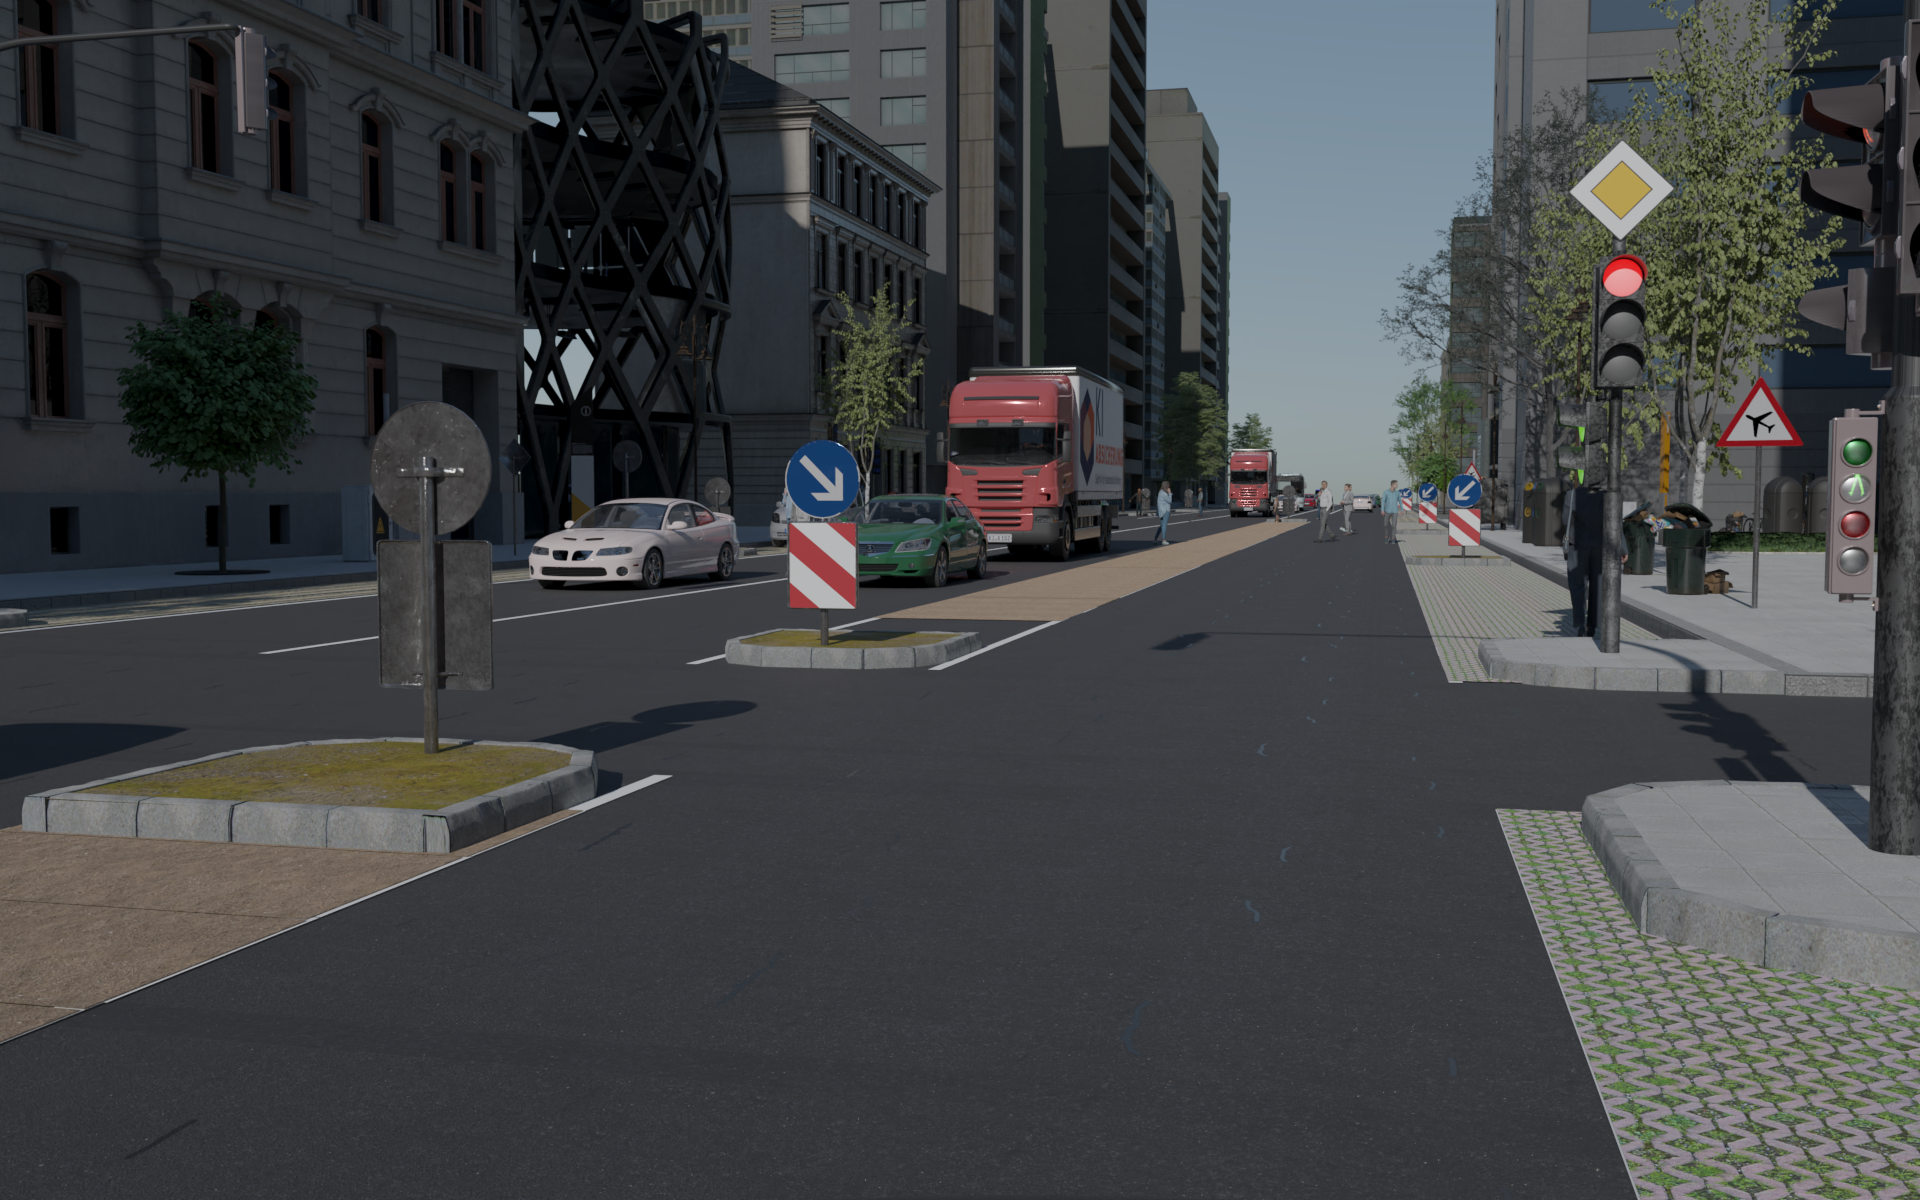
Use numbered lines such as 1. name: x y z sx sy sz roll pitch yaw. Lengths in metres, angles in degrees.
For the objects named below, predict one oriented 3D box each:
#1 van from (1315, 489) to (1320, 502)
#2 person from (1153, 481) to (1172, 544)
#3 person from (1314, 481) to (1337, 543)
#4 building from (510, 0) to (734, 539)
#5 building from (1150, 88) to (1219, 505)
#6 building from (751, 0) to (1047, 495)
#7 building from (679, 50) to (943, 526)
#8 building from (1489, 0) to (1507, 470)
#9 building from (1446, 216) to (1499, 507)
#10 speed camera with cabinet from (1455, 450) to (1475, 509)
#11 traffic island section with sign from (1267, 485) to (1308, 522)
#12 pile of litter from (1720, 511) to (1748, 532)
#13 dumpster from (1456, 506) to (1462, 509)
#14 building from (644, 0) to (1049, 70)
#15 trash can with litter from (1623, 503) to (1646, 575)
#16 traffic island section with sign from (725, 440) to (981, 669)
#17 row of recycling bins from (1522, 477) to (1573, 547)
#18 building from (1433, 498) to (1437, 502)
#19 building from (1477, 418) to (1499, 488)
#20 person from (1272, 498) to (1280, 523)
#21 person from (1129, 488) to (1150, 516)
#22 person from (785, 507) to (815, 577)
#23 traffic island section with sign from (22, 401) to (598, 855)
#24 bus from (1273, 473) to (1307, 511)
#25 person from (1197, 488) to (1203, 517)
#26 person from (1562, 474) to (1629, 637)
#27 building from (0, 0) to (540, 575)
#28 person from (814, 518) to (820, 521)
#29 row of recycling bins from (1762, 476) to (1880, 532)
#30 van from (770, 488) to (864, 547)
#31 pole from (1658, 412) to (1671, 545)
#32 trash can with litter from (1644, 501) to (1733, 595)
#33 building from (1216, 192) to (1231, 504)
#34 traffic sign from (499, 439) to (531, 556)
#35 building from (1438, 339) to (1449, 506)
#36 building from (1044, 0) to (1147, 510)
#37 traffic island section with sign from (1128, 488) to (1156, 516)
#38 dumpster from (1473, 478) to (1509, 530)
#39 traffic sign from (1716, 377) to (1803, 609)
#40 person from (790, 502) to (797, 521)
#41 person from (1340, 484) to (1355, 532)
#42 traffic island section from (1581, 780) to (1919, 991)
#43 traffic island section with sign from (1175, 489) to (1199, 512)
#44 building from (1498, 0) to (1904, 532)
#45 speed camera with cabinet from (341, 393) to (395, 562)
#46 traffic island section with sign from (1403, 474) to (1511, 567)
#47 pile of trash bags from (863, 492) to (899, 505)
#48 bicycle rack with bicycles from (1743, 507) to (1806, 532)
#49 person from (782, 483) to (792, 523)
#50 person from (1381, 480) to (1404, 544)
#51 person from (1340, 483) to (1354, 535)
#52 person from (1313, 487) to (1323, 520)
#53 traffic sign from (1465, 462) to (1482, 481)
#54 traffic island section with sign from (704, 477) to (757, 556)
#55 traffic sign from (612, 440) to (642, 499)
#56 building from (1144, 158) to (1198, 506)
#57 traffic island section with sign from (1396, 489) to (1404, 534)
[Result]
1. van: 45.716 -13.087 218.360 2.240 2.365 5.245 1 4 16
2. person: 5.776 -2.482 49.353 0.793 1.790 0.793 3 5 44
3. person: 10.822 -2.616 51.378 0.850 1.850 0.679 -1 4 -21
4. building: -16.091 -11.448 54.635 16.820 18.784 16.811 1 4 14
5. building: 19.912 -36.013 212.519 21.300 48.544 21.600 1 4 14
6. building: -3.164 -25.473 100.084 14.154 41.232 14.086 1 4 14
7. building: -8.239 -13.021 77.526 10.561 19.102 19.286 1 4 14
8. building: 48.283 -31.775 108.757 28.713 52.752 27.495 1 4 14
9. building: 58.159 -25.001 180.467 14.160 30.474 14.107 1 4 14
10. speed camera with cabinet: 23.015 -5.162 78.734 0.660 3.252 2.038 0 4 5
11. traffic island section with sign: 16.709 -4.898 88.218 2.006 1.907 1.989 1 4 14
12. pile of litter: 19.796 -1.874 44.610 1.176 0.858 1.719 -1 4 -9
13. dumpster: 22.325 -4.284 75.810 1.264 1.857 1.865 1 4 13
14. building: -8.102 -26.296 121.825 32.217 40.220 23.993 1 4 14
15. trash can with litter: 10.553 -0.991 27.589 1.055 1.170 0.624 2 4 24
16. traffic island section with sign: -1.005 -0.431 15.189 2.006 1.907 1.989 1 4 14
17. row of recycling bins: 14.881 -2.242 43.765 1.069 1.692 3.534 1 4 12
18. building: 78.069 -32.621 225.241 32.217 40.220 23.993 1 4 14
19. building: 54.071 -50.417 136.988 22.319 86.520 31.000 1 4 14
20. person: 15.792 -4.488 86.552 0.373 1.253 0.362 2 4 31
21. person: 11.587 -6.325 111.931 1.348 1.821 0.705 0 4 -5
22. person: -2.563 -1.178 28.112 0.624 1.780 0.694 -1 4 -17
23. traffic island section with sign: -2.761 0.009 7.993 2.006 1.907 1.989 1 4 14
24. bus: 27.983 -9.318 147.215 2.948 3.499 13.247 1 4 12
25. person: 15.334 -6.241 110.622 0.705 1.814 1.350 0 3 0
26. person: 6.107 -0.478 16.729 0.576 1.772 0.534 0 4 -5
27. building: -19.837 -15.099 34.253 14.401 28.519 23.554 1 4 14
28. person: -2.975 -1.635 35.802 0.524 1.755 0.480 3 4 36
29. row of recycling bins: 20.634 -2.030 40.302 3.534 1.692 1.069 1 4 15
30. van: -3.876 -2.470 47.400 2.013 2.044 4.112 1 4 13
31. pole: 17.583 -3.021 43.233 0.158 3.312 0.155 0 3 0
32. trash can with litter: 9.439 -0.666 22.277 1.055 1.170 0.624 -2 4 -34
33. building: 28.045 -33.390 229.523 14.154 41.232 14.086 1 4 14
34. traffic sign: -9.274 -2.132 36.051 0.795 2.450 0.064 1 4 22
35. building: 70.159 -21.705 199.923 27.650 21.520 28.899 1 4 14
36. building: 3.270 -31.733 142.537 21.300 48.544 21.600 1 4 14
37. traffic island section with sign: 12.294 -6.500 114.906 1.989 1.847 2.006 1 4 14
38. dumpster: 19.029 -3.448 62.137 1.264 1.857 1.865 1 4 14
39. traffic sign: 8.907 -1.183 19.342 0.884 2.594 0.081 1 4 22
40. person: -3.114 -1.576 34.395 0.709 1.813 0.853 2 4 26
41. person: 14.833 -3.544 66.456 0.620 1.820 0.660 3 4 38
42. traffic island section: 3.399 0.980 6.256 2.009 0.180 2.903 1 4 14
43. traffic island section with sign: 18.654 -8.102 141.103 1.989 1.847 2.006 1 4 14
44. building: 32.948 -32.239 69.105 21.231 58.520 28.212 1 4 14
45. speed camera with cabinet: -11.198 -2.391 33.435 0.660 3.252 2.038 1 4 8
46. traffic island section with sign: 10.090 -1.622 35.152 1.989 1.847 2.006 1 4 14
47. pile of trash bags: -3.207 -3.467 66.444 1.912 1.369 3.447 2 4 25
48. bicycle rack with bicycles: 22.839 -2.093 47.606 2.925 0.926 2.852 -1 4 -13
49. person: -4.155 -2.134 43.649 0.793 1.790 0.793 0 4 8
50. person: 12.534 -2.559 50.206 0.638 1.841 0.748 1 4 16
51. person: 13.402 -3.153 60.246 0.583 1.804 0.606 -1 4 -21
52. person: 20.246 -5.404 96.945 0.705 1.814 1.350 -3 5 -39
53. traffic sign: 20.882 -4.326 70.732 0.884 2.594 0.081 1 4 14
54. traffic island section with sign: -5.818 -1.936 40.275 1.989 1.847 2.006 1 4 14
55. traffic sign: -7.880 -2.498 40.944 0.768 2.556 0.104 1 4 18
56. building: 9.659 -30.575 191.775 32.217 40.220 23.993 1 4 14
57. traffic island section with sign: 16.504 -3.239 61.587 1.989 1.847 2.006 1 4 14
